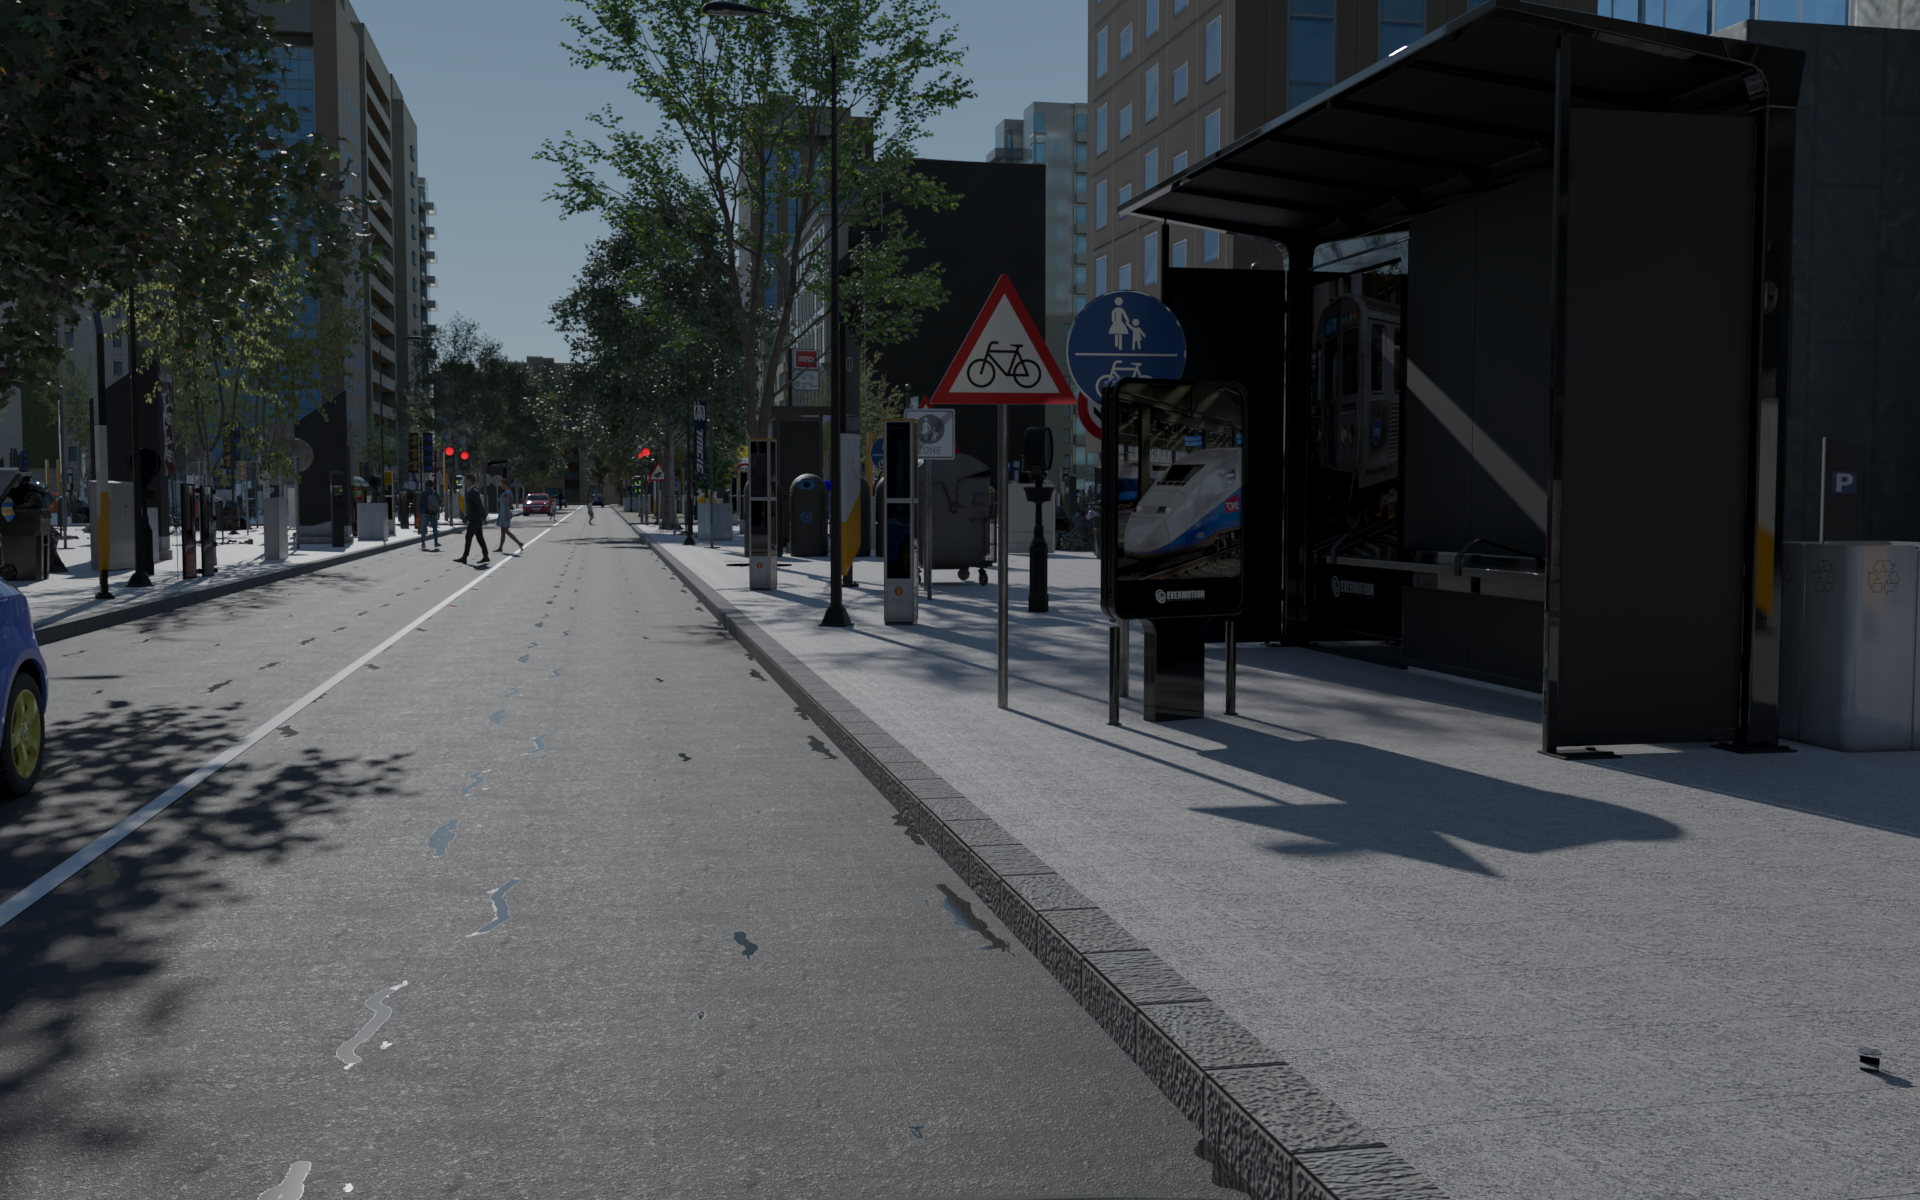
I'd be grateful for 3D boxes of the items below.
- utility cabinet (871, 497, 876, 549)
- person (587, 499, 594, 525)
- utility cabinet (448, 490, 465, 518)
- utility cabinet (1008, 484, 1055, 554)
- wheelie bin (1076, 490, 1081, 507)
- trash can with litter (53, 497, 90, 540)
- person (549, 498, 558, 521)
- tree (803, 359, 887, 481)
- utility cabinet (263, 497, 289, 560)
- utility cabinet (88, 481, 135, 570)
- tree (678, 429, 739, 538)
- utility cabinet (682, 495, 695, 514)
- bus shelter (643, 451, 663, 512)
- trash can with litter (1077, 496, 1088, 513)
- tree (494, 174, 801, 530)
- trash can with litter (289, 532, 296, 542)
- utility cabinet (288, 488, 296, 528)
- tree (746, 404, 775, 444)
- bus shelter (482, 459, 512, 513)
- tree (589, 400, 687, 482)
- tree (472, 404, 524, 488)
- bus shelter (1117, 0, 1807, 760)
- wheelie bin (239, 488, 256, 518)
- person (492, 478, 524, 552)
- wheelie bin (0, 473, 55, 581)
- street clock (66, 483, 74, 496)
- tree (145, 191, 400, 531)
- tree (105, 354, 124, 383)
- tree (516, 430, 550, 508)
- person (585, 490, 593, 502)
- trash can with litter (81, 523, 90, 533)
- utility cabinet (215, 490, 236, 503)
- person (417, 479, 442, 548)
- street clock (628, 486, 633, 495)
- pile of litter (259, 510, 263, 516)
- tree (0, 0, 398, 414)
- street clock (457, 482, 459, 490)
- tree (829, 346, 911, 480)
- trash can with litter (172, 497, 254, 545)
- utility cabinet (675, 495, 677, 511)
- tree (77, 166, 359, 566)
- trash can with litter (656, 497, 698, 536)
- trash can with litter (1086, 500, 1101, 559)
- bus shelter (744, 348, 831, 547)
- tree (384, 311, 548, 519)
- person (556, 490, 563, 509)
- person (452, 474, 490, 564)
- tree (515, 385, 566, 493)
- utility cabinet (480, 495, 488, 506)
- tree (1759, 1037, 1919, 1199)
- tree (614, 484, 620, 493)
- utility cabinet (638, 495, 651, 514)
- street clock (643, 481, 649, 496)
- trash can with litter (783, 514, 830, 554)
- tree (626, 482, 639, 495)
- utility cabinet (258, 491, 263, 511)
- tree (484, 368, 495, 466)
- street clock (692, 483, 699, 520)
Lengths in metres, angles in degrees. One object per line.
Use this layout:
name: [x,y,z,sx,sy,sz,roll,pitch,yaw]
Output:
utility cabinet: [-1.835,-1.806,40.692,1.020,1.237,0.306,0,4,6]
person: [-17.240,-4.100,80.547,0.382,1.210,0.505,-2,4,-35]
utility cabinet: [-27.012,-5.174,93.278,1.173,1.500,0.318,0,4,0]
utility cabinet: [1.427,-1.730,36.957,1.173,1.500,0.318,1,4,14]
wheelie bin: [8.357,-7.233,126.171,0.980,1.594,0.693,1,4,19]
trash can with litter: [-25.468,-2.306,48.762,1.678,1.210,2.233,-1,4,-18]
person: [-21.808,-4.860,92.975,0.382,1.210,0.505,1,4,17]
tree: [-6.183,-8.820,94.572,4.737,8.622,4.395,0,3,0]
utility cabinet: [-13.502,-1.407,34.166,0.306,1.237,1.020,-1,4,-12]
utility cabinet: [-14.257,-1.260,29.272,0.318,1.500,1.173,0,3,0]
tree: [-7.221,-3.419,50.509,1.663,3.219,1.824,0,3,0]
utility cabinet: [-16.949,-5.972,108.800,1.020,1.237,0.306,1,4,10]
bus shelter: [-21.199,-8.760,120.853,2.179,5.291,8.768,-1,4,-12]
trash can with litter: [7.750,-6.097,110.750,1.678,1.210,2.233,2,4,30]
tree: [-10.449,-8.859,61.859,9.611,12.733,9.660,0,3,0]
trash can with litter: [-17.373,-2.132,46.250,1.055,1.170,0.624,0,4,-5]
utility cabinet: [-24.592,-3.402,64.300,0.318,1.500,1.173,-3,4,-38]
tree: [-15.523,-11.428,137.209,4.737,8.622,4.395,0,3,0]
bus shelter: [-31.786,-7.817,119.091,1.731,3.624,6.357,-1,4,-12]
tree: [-25.330,-14.136,137.772,9.857,13.997,8.962,0,3,0]
tree: [-34.459,-10.963,129.600,4.360,8.622,3.978,0,3,0]
bus shelter: [2.751,-1.232,11.434,1.731,3.624,6.357,-1,4,-12]
wheelie bin: [-38.811,-5.294,94.467,0.980,1.594,0.693,-1,4,-23]
person: [-11.080,-2.070,42.437,0.778,1.811,0.616,0,4,-2]
wheelie bin: [-13.937,-1.097,25.848,0.693,1.594,0.980,-1,4,-13]
street clock: [-57.291,-6.542,111.529,0.471,2.002,0.358,2,4,26]
tree: [-14.878,-5.336,37.609,4.737,8.622,4.395,0,3,0]
tree: [-28.988,-7.037,65.421,4.737,8.622,4.395,0,3,0]
tree: [-41.155,-12.905,161.366,4.737,8.622,4.395,0,3,0]
person: [-37.233,-10.113,173.947,0.705,1.812,1.348,1,4,22]
trash can with litter: [-28.617,-2.823,57.542,0.624,1.170,1.055,1,4,21]
utility cabinet: [-40.868,-5.358,96.286,1.173,1.500,0.318,-3,5,-40]
person: [-14.006,-2.269,45.577,0.794,1.824,0.713,1,4,12]
street clock: [-27.692,-8.629,145.650,0.471,2.002,0.358,3,5,45]
pile of litter: [-40.172,-5.338,101.240,1.719,0.858,1.176,-1,4,-12]
tree: [-9.423,-5.892,13.335,9.611,12.733,9.660,0,3,0]
street clock: [-30.142,-6.088,104.107,0.358,2.002,0.471,-2,4,-31]
tree: [-4.511,-8.168,83.903,4.360,8.622,3.978,0,3,0]
trash can with litter: [-18.719,-2.021,44.106,2.233,1.210,1.678,1,4,11]
utility cabinet: [-16.542,-5.407,99.566,0.306,1.237,1.020,0,4,2]
tree: [-13.416,-4.910,30.635,4.360,8.622,3.978,0,3,0]
trash can with litter: [-8.359,-2.608,53.701,1.678,1.210,2.233,-2,4,-31]
trash can with litter: [2.967,-1.392,34.141,0.624,1.170,1.055,2,4,29]
bus shelter: [-4.444,-4.144,45.391,2.179,5.291,8.768,-1,4,-12]
tree: [-25.112,-9.364,87.509,8.767,10.594,7.601,0,4,4]
person: [-38.110,-9.593,164.980,0.705,1.869,1.348,-3,5,-43]
person: [-10.074,-1.675,35.671,0.755,1.850,0.659,-1,4,-12]
tree: [-42.031,-15.398,169.880,7.486,12.596,7.792,0,3,0]
utility cabinet: [-31.312,-6.185,112.284,1.020,1.237,0.306,0,4,4]
tree: [2.367,-4.719,2.906,9.928,11.665,9.643,0,3,0]
tree: [-42.835,-13.761,219.594,1.663,3.219,1.824,0,3,0]
utility cabinet: [-20.406,-6.167,111.988,0.306,1.237,1.020,-3,5,-42]
street clock: [-17.241,-5.544,95.212,0.358,2.002,0.471,0,4,-2]
trash can with litter: [-3.401,-1.645,37.947,1.678,1.210,2.233,2,4,34]
tree: [-26.864,-9.164,144.430,1.663,3.219,1.824,0,3,0]
utility cabinet: [-52.559,-7.475,130.892,1.173,1.500,0.318,0,4,2]
tree: [-36.789,-13.725,141.414,9.611,12.733,9.660,0,3,0]
street clock: [-12.866,-4.887,84.471,0.358,2.002,0.471,1,4,20]
